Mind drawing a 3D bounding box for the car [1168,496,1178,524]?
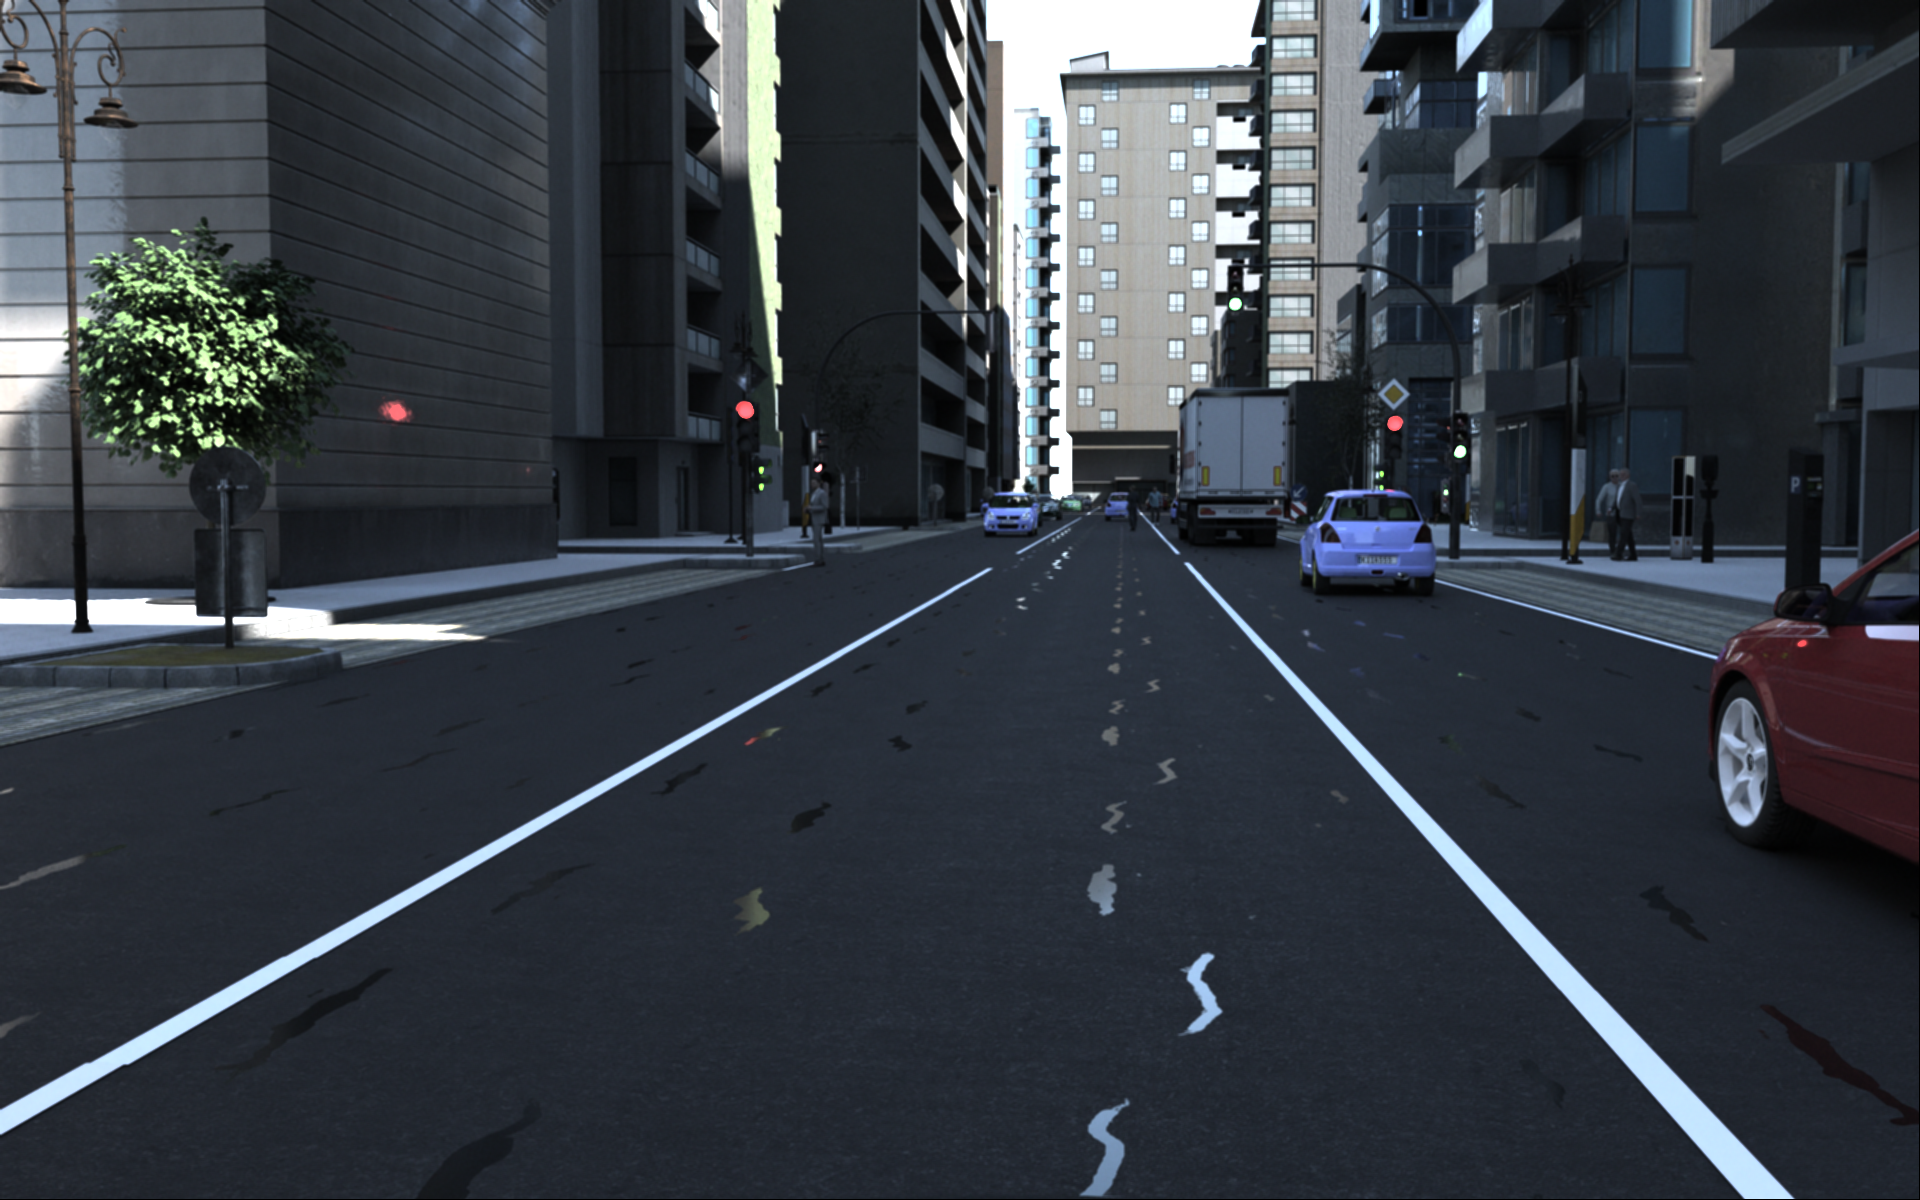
[{"bbox_3d":[11.139,-4.590,84.640,1.945,1.707,3.694,0,4,7],"label":"car"}]

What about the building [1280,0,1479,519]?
[{"bbox_3d":[29.698,-47.545,90.036,22.319,86.520,31.000,0,4,5],"label":"building"}]

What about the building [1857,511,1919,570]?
[{"bbox_3d":[24.556,-25.950,13.518,28.713,52.752,27.495,0,4,5],"label":"building"}]

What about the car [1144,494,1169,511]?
[{"bbox_3d":[17.208,-8.715,151.532,2.155,1.783,4.494,0,4,4],"label":"car"}]

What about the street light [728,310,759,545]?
[{"bbox_3d":[-5.442,-4.338,43.712,0.468,5.910,1.993,0,4,5],"label":"street light"}]

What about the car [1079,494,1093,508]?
[{"bbox_3d":[12.920,-10.383,181.760,2.014,1.417,4.499,0,4,5],"label":"car"}]

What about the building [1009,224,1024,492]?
[{"bbox_3d":[-0.188,-25.427,187.435,14.107,30.474,14.160,0,4,5],"label":"building"}]

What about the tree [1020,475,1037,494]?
[{"bbox_3d":[7.003,-11.111,176.267,1.663,3.219,1.824,0,3,0],"label":"tree"}]

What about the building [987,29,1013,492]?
[{"bbox_3d":[-2.168,-31.760,169.392,14.600,45.320,14.200,0,4,5],"label":"building"}]

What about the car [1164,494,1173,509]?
[{"bbox_3d":[19.357,-9.496,165.483,2.015,1.641,3.980,0,4,6],"label":"car"}]

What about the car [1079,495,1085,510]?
[{"bbox_3d":[10.575,-9.053,160.371,2.083,1.381,4.827,0,4,5],"label":"car"}]

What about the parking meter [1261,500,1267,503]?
[{"bbox_3d":[17.450,-5.558,99.284,0.372,1.533,0.369,0,3,0],"label":"parking meter"}]

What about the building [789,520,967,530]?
[{"bbox_3d":[-11.252,-27.780,77.906,21.300,48.544,21.600,0,4,5],"label":"building"}]

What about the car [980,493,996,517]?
[{"bbox_3d":[2.205,-5.740,103.446,1.945,1.707,3.694,0,4,7],"label":"car"}]

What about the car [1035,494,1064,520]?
[{"bbox_3d":[4.758,-5.196,96.755,2.131,1.459,4.920,0,4,5],"label":"car"}]

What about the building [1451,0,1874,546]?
[{"bbox_3d":[30.167,-26.328,50.073,30.456,49.044,23.786,0,4,5],"label":"building"}]

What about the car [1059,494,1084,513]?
[{"bbox_3d":[8.393,-7.357,132.078,2.131,1.459,4.920,0,4,6],"label":"car"}]

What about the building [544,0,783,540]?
[{"bbox_3d":[-13.748,-22.560,52.455,14.154,41.232,14.086,0,4,5],"label":"building"}]

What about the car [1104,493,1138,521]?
[{"bbox_3d":[8.698,-5.112,93.168,1.945,1.707,3.694,0,4,7],"label":"car"}]

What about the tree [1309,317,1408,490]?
[{"bbox_3d":[16.610,-7.506,73.087,4.360,8.622,3.978,0,3,0],"label":"tree"}]

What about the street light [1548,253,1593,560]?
[{"bbox_3d":[11.753,-3.712,33.482,0.468,5.910,1.993,0,4,5],"label":"street light"}]

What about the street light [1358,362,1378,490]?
[{"bbox_3d":[14.282,-5.380,60.743,0.468,5.910,1.993,0,4,5],"label":"street light"}]

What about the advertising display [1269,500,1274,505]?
[{"bbox_3d":[17.322,-5.569,96.261,0.123,1.923,0.974,0,3,0],"label":"advertising display"}]

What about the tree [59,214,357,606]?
[{"bbox_3d":[-8.871,-2.243,20.394,4.285,4.588,4.351,0,3,0],"label":"tree"}]

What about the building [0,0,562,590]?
[{"bbox_3d":[-20.630,-14.191,29.280,25.104,27.353,12.463,0,4,5],"label":"building"}]

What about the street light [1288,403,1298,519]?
[{"bbox_3d":[16.825,-7.040,87.897,0.468,5.910,1.993,0,4,5],"label":"street light"}]

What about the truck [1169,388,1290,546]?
[{"bbox_3d":[7.848,-3.820,51.366,2.839,4.237,11.283,0,4,4],"label":"truck"}]

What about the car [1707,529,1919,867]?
[{"bbox_3d":[3.981,0.204,5.705,2.155,1.783,4.494,0,4,4],"label":"car"}]

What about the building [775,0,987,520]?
[{"bbox_3d":[-9.773,-29.587,107.443,21.300,48.544,21.600,0,4,5],"label":"building"}]

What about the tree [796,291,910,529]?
[{"bbox_3d":[-4.136,-6.948,63.959,4.360,8.622,3.978,0,3,0],"label":"tree"}]

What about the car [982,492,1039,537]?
[{"bbox_3d":[1.766,-3.044,59.366,1.945,1.707,3.694,0,4,5],"label":"car"}]

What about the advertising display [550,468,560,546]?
[{"bbox_3d":[-10.421,-2.312,43.012,0.974,1.923,0.123,1,4,11],"label":"advertising display"}]

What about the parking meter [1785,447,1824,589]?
[{"bbox_3d":[10.446,-0.961,21.425,0.255,1.863,0.399,0,4,-8],"label":"parking meter"}]

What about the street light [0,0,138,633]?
[{"bbox_3d":[-8.143,-2.636,15.888,0.468,5.910,1.993,0,4,5],"label":"street light"}]

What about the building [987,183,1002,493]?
[{"bbox_3d":[-3.751,-23.493,155.804,14.160,30.474,14.107,0,4,5],"label":"building"}]

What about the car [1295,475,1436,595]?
[{"bbox_3d":[6.024,-0.996,25.880,1.945,1.707,3.694,0,4,7],"label":"car"}]

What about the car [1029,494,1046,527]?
[{"bbox_3d":[2.785,-4.024,77.593,2.131,1.459,4.920,0,4,3],"label":"car"}]

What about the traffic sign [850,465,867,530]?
[{"bbox_3d":[-3.593,-3.607,61.102,0.606,2.300,0.079,1,4,10],"label":"traffic sign"}]
